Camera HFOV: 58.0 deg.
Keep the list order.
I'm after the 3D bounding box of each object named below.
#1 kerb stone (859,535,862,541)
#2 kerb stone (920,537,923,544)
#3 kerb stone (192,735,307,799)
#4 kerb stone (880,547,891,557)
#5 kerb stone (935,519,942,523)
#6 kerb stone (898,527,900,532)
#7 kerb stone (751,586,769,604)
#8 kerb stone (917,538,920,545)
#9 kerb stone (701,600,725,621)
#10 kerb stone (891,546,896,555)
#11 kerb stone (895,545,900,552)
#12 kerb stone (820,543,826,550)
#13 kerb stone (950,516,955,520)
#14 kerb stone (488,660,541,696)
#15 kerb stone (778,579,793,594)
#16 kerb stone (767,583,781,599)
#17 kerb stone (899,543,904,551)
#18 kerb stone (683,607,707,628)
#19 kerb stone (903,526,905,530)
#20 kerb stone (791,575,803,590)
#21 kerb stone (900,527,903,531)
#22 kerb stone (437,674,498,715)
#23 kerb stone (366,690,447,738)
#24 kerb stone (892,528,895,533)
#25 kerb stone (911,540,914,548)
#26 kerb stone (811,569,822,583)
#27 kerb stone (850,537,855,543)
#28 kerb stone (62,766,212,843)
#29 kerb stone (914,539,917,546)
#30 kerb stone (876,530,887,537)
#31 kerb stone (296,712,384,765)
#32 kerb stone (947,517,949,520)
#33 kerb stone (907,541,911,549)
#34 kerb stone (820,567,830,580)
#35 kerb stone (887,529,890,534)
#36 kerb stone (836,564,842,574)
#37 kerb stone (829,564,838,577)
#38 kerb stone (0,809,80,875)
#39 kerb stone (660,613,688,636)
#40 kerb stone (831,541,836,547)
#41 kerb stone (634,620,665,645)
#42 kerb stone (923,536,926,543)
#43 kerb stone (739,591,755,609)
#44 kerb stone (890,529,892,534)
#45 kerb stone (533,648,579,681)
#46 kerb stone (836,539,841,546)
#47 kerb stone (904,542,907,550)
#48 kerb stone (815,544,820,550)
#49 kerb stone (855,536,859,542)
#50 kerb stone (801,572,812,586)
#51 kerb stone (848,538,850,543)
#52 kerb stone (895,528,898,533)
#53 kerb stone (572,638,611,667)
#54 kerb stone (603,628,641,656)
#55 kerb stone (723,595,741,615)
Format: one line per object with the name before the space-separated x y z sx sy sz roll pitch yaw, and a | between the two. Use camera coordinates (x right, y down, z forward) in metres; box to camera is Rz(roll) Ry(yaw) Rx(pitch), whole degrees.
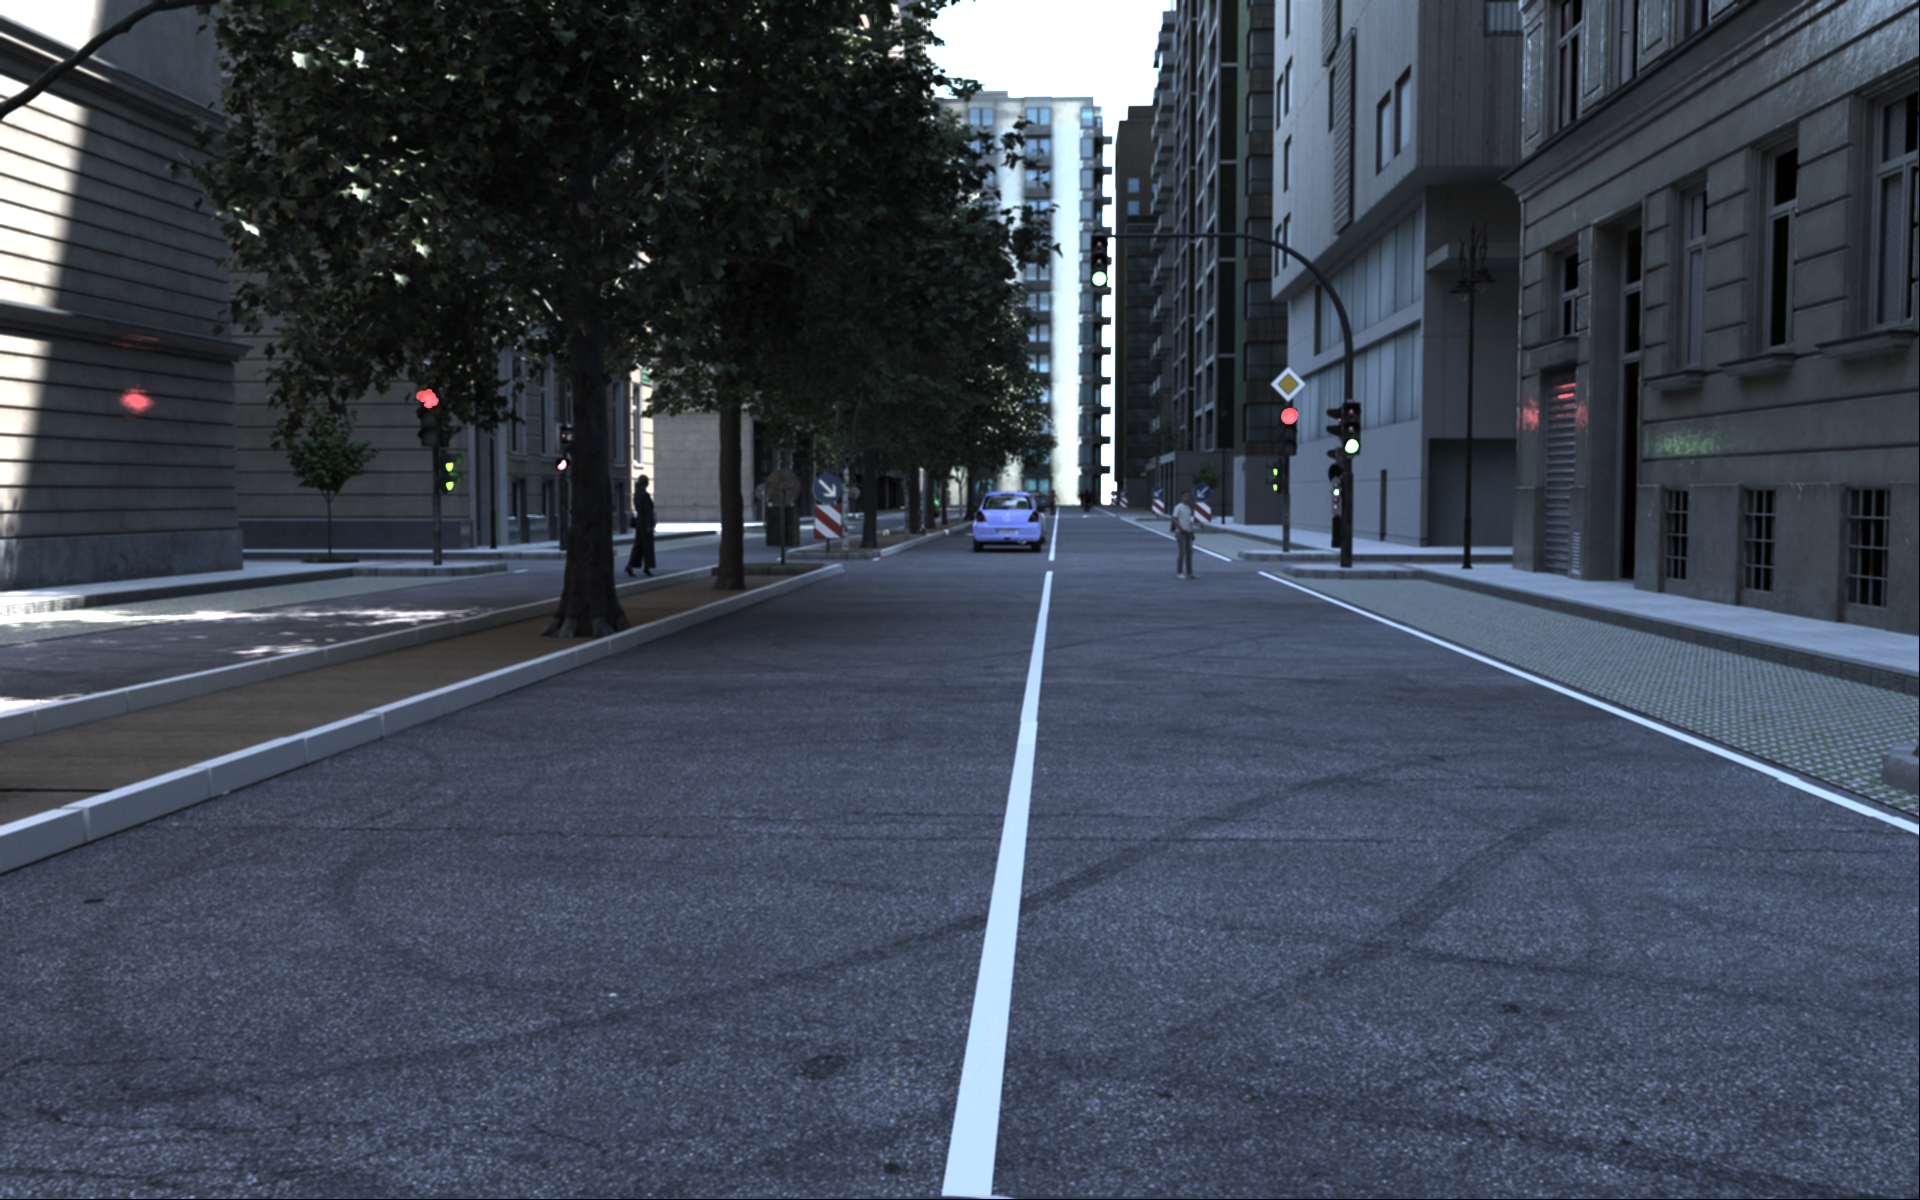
kerb stone | -3.126 -1.839 52.258 0.120 0.150 1.000 0 4 3
kerb stone | -1.211 -1.644 49.071 0.120 0.150 1.000 0 4 3
kerb stone | -3.542 0.830 8.627 0.120 0.150 1.000 0 4 3
kerb stone | -1.748 -1.080 39.852 0.120 0.150 1.000 0 4 3
kerb stone | -1.068 -4.031 88.104 0.120 0.150 1.000 0 4 3
kerb stone | -2.420 -2.590 64.534 0.120 0.150 1.000 0 4 3
kerb stone | -2.717 -0.048 22.973 0.120 0.150 1.000 0 4 3
kerb stone | -1.272 -1.581 48.040 0.120 0.150 1.000 0 4 3
kerb stone | -2.891 0.140 19.903 0.120 0.150 1.000 0 4 3
kerb stone | -1.682 -1.143 40.886 0.120 0.150 1.000 0 4 3
kerb stone | -1.626 -1.203 41.907 0.120 0.150 1.000 0 4 3
kerb stone | -3.602 -1.338 44.073 0.120 0.150 1.000 0 4 3
kerb stone | -0.534 -4.590 97.306 0.120 0.150 1.000 0 4 3
kerb stone | -3.306 0.582 12.733 0.120 0.150 1.000 0 4 3
kerb stone | -2.590 -0.173 25.030 0.120 0.150 1.000 0 4 3
kerb stone | -2.656 -0.105 23.999 0.120 0.150 1.000 0 4 3
kerb stone | -1.566 -1.268 42.928 0.120 0.150 1.000 0 4 3
kerb stone | -2.950 0.207 18.883 0.120 0.150 1.000 0 4 3
kerb stone | -2.308 -2.711 66.582 0.120 0.150 1.000 0 4 3
kerb stone | -2.533 -0.234 26.050 0.120 0.150 1.000 0 4 3
kerb stone | -2.363 -2.652 65.555 0.120 0.150 1.000 0 4 3
kerb stone | -3.359 0.643 11.702 0.120 0.150 1.000 0 4 3
kerb stone | -3.418 0.704 10.682 0.120 0.150 1.000 0 4 3
kerb stone | -2.545 -2.464 62.487 0.120 0.150 1.000 0 4 3
kerb stone | -1.386 -1.455 45.992 0.120 0.150 1.000 0 4 3
kerb stone | -2.416 -0.361 28.099 0.120 0.150 1.000 0 4 3
kerb stone | -3.250 -1.713 50.209 0.120 0.150 1.000 0 4 3
kerb stone | -3.603 0.894 7.607 0.120 0.150 1.000 0 4 3
kerb stone | -1.341 -1.518 47.013 0.120 0.150 1.000 0 4 3
kerb stone | -2.713 -2.277 59.421 0.120 0.150 1.000 0 4 3
kerb stone | -3.481 0.774 9.651 0.120 0.150 1.000 0 4 3
kerb stone | -0.824 -4.280 92.194 0.120 0.150 1.000 0 4 3
kerb stone | -1.450 -1.393 44.969 0.120 0.150 1.000 0 4 3
kerb stone | -2.359 -0.423 29.119 0.120 0.150 1.000 0 4 3
kerb stone | -2.655 -2.336 60.442 0.120 0.150 1.000 0 4 3
kerb stone | -2.238 -0.547 31.169 0.120 0.150 1.000 0 4 3
kerb stone | -2.297 -0.486 30.144 0.120 0.150 1.000 0 4 3
kerb stone | -3.665 0.959 6.572 0.120 0.150 1.000 0 4 3
kerb stone | -3.003 0.265 17.857 0.120 0.150 1.000 0 4 3
kerb stone | -3.485 -1.464 46.126 0.120 0.150 1.000 0 4 3
kerb stone | -3.066 0.328 16.831 0.120 0.150 1.000 0 4 3
kerb stone | -1.150 -1.707 50.103 0.120 0.150 1.000 0 4 3
kerb stone | -2.773 0.017 21.951 0.120 0.150 1.000 0 4 3
kerb stone | -2.600 -2.399 61.463 0.120 0.150 1.000 0 4 3
kerb stone | -3.247 0.522 13.753 0.120 0.150 1.000 0 4 3
kerb stone | -3.430 -1.524 47.147 0.120 0.150 1.000 0 4 3
kerb stone | -1.504 -1.330 43.948 0.120 0.150 1.000 0 4 3
kerb stone | -3.660 -1.273 43.048 0.120 0.150 1.000 0 4 3
kerb stone | -3.186 -1.775 51.237 0.120 0.150 1.000 0 4 3
kerb stone | -2.480 -0.298 27.071 0.120 0.150 1.000 0 4 3
kerb stone | -3.310 -1.650 49.188 0.120 0.150 1.000 0 4 3
kerb stone | -2.488 -2.521 63.510 0.120 0.150 1.000 0 4 3
kerb stone | -3.186 0.460 14.779 0.120 0.150 1.000 0 4 3
kerb stone | -3.119 0.394 15.805 0.120 0.150 1.000 0 4 3
kerb stone | -2.828 0.079 20.931 0.120 0.150 1.000 0 4 3
